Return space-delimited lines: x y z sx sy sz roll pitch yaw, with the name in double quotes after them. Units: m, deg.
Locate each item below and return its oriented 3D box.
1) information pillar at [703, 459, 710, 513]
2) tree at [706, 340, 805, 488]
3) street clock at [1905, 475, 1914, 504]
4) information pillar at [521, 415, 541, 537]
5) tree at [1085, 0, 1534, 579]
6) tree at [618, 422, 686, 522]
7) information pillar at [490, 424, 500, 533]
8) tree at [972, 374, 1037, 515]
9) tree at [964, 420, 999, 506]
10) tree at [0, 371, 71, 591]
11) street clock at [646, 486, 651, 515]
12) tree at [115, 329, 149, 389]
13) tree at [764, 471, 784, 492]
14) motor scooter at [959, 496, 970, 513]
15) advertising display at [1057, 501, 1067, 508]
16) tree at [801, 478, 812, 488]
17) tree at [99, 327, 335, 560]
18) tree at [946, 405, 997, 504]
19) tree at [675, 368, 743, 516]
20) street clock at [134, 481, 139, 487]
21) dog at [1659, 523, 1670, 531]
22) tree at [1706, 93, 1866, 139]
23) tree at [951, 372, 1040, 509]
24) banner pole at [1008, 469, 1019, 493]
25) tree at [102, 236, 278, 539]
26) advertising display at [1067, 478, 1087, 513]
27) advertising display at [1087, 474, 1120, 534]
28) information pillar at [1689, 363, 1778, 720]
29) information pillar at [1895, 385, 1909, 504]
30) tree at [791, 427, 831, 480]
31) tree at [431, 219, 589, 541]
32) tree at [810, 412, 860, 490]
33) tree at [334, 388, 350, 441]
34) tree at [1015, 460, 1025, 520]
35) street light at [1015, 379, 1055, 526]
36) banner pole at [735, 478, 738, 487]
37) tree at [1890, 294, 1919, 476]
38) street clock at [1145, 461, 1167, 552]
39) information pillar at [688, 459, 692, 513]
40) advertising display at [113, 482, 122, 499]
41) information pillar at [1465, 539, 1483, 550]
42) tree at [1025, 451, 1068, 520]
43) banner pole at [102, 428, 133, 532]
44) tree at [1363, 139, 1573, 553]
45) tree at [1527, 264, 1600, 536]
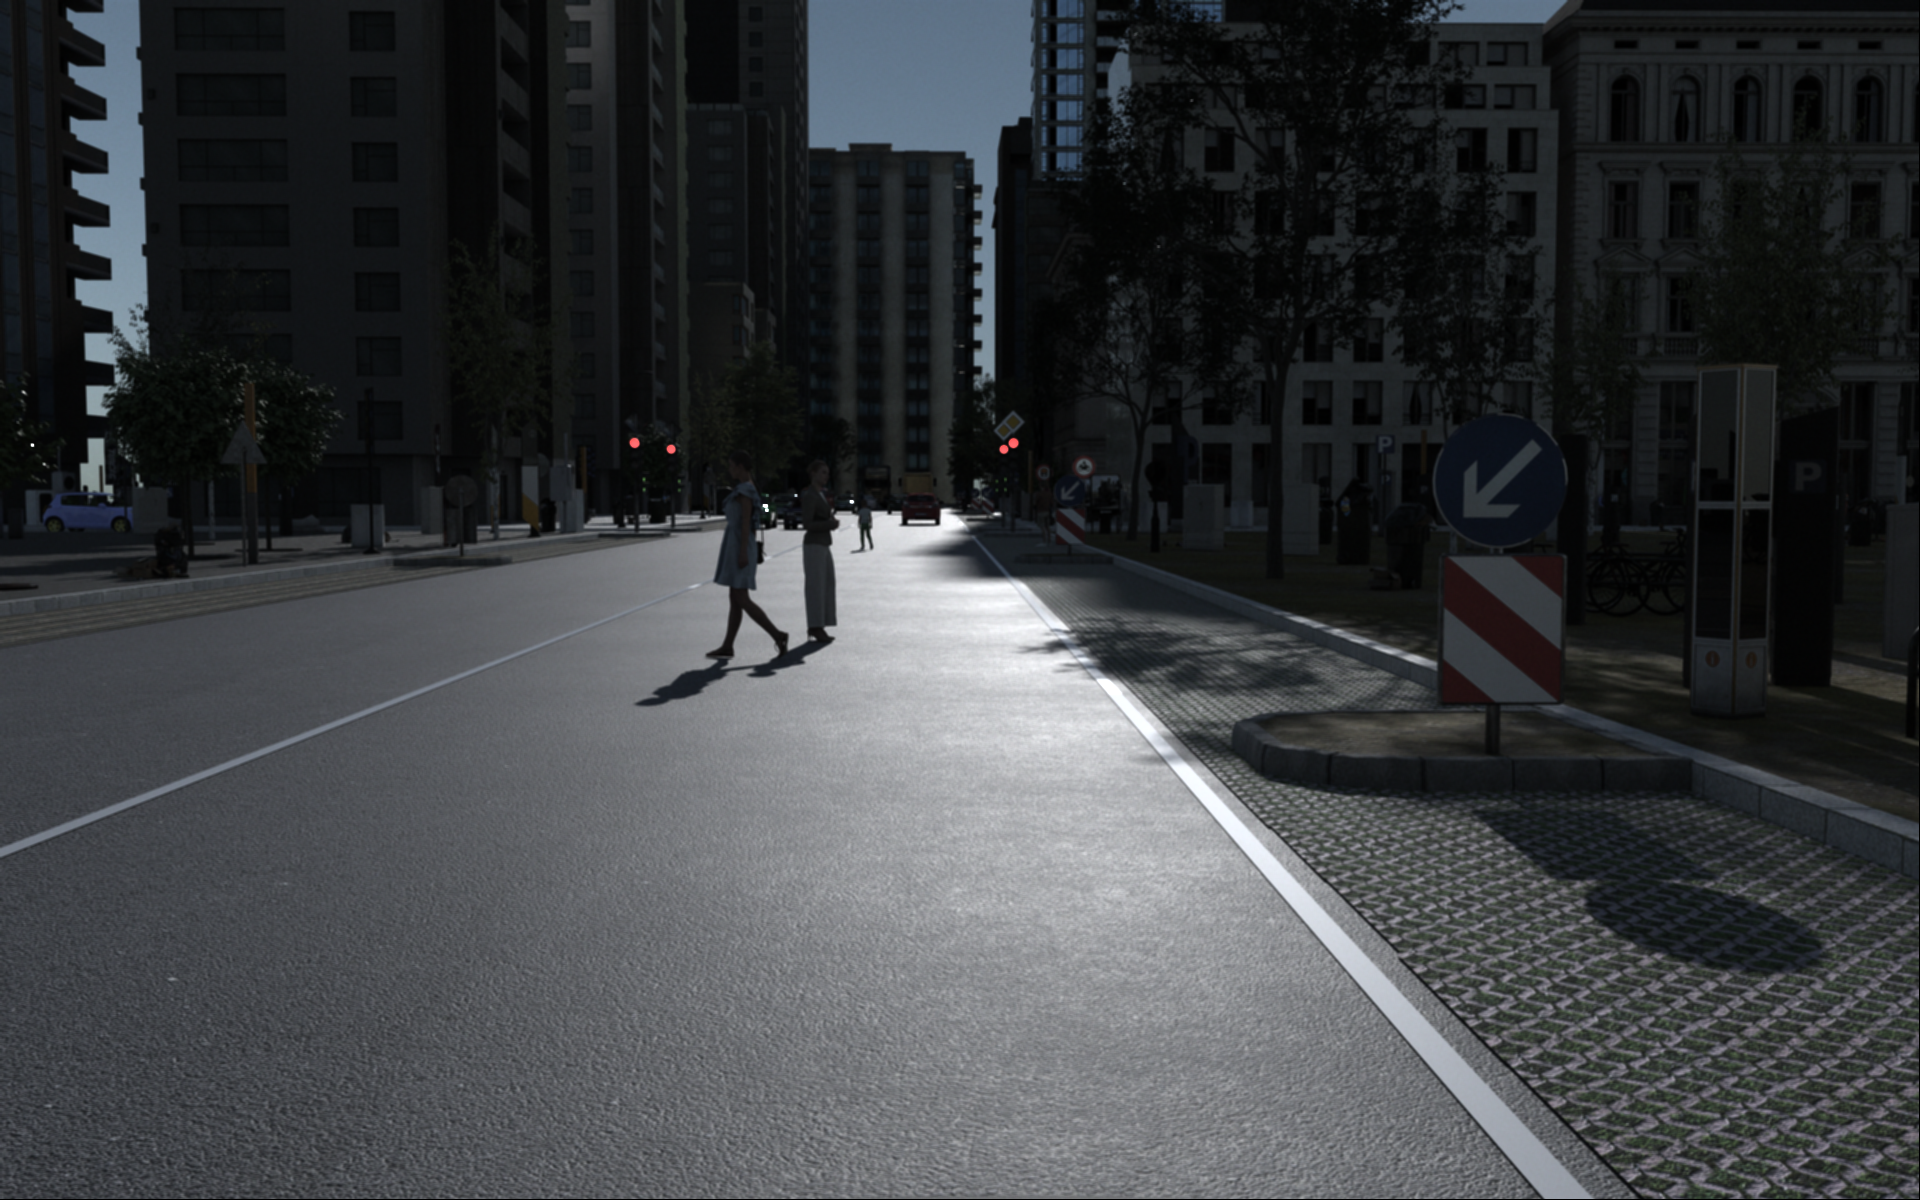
-17.100 -7.679 116.904 0.504 3.616 0.183 1 4 8 "information pillar"
-14.997 -12.809 127.547 7.486 12.596 7.792 0 3 0 "tree"
36.686 -3.824 67.095 0.471 2.002 0.358 -1 4 -22 "street clock"
-12.718 -3.664 51.267 0.504 3.616 0.183 -2 4 -33 "information pillar"
4.513 -5.586 25.743 7.601 10.594 8.767 -3 5 -44 "tree"
-13.976 -5.828 79.004 4.285 4.588 4.351 0 3 0 "tree"
-15.330 -4.020 57.076 0.183 3.616 0.504 1 4 12 "information pillar"
3.050 -9.576 106.922 4.737 8.622 4.395 0 3 0 "tree"
2.247 -14.135 181.469 4.360 8.622 3.978 0 3 0 "tree"
-12.911 -1.759 23.361 1.663 3.219 1.824 0 3 0 "tree"
-18.770 -6.117 104.582 0.358 2.002 0.471 -1 4 -10 "street clock"
-35.911 -7.817 78.166 4.737 8.622 4.395 0 3 0 "tree"
-15.050 -8.892 139.979 1.663 3.219 1.824 0 3 0 "tree"
0.335 -7.312 132.335 0.815 1.314 1.986 0 4 -3 "motor scooter"
5.434 -5.097 88.543 0.974 1.923 0.123 0 4 4 "advertising display"
-15.271 -11.016 174.712 1.663 3.219 1.824 0 3 0 "tree"
-15.310 -3.100 34.397 4.285 4.588 4.351 0 3 0 "tree"
1.920 -18.373 218.517 7.486 12.596 7.792 0 3 0 "tree"
-14.435 -9.190 100.613 4.360 8.622 3.978 0 3 0 "tree"
-47.148 -5.785 99.146 0.358 2.002 0.471 -2 4 -30 "street clock"
25.006 -2.533 61.601 0.550 0.427 0.748 1 4 14 "dog"
15.634 -5.056 33.025 4.737 8.622 4.395 0 3 0 "tree"
3.127 -13.522 146.837 9.928 11.665 9.643 0 3 0 "tree"
2.898 -6.762 100.575 0.401 3.779 0.863 2 4 25 "banner pole"
-21.407 -6.019 48.778 4.360 8.622 3.978 0 3 0 "tree"
4.920 -3.961 69.974 0.974 1.923 0.123 1 4 18 "advertising display"
4.660 -3.083 55.623 0.974 1.923 0.123 -1 4 -9 "advertising display"
4.439 -0.334 9.953 0.304 2.012 0.304 -2 4 -29 "information pillar"
20.416 -2.826 37.561 0.183 3.616 0.504 1 4 14 "information pillar"
-16.267 -14.556 188.348 4.360 8.622 3.978 0 3 0 "tree"
-12.595 -5.944 47.542 4.737 8.622 4.395 0 3 0 "tree"
-16.155 -17.905 218.497 9.928 11.665 9.643 0 3 0 "tree"
-15.564 -3.388 39.102 4.285 4.588 4.351 0 3 0 "tree"
3.500 -5.491 84.383 1.663 3.219 1.824 0 3 0 "tree"
3.107 -5.950 69.828 1.470 5.913 1.316 0 4 -1 "street light"
-14.008 -7.247 108.506 0.401 3.779 0.863 0 4 5 "banner pole"
25.410 -5.648 42.708 4.360 8.622 3.978 0 3 0 "tree"
4.307 -2.054 38.161 0.471 2.002 0.358 0 4 2 "street clock"
-18.161 -7.649 116.408 0.183 3.616 0.504 0 4 2 "information pillar"
-45.281 -5.374 93.080 0.123 1.923 0.974 -1 4 -9 "advertising display"
11.767 -2.146 39.572 0.304 2.012 0.304 -1 4 -16 "information pillar"
3.968 -5.055 77.256 1.663 3.219 1.824 0 3 0 "tree"
-28.243 -4.161 58.052 0.863 3.779 0.401 0 4 -7 "banner pole"
10.304 -5.223 35.757 4.360 8.622 3.978 0 3 0 "tree"
19.438 -6.288 53.165 4.737 8.622 4.395 0 3 0 "tree"
